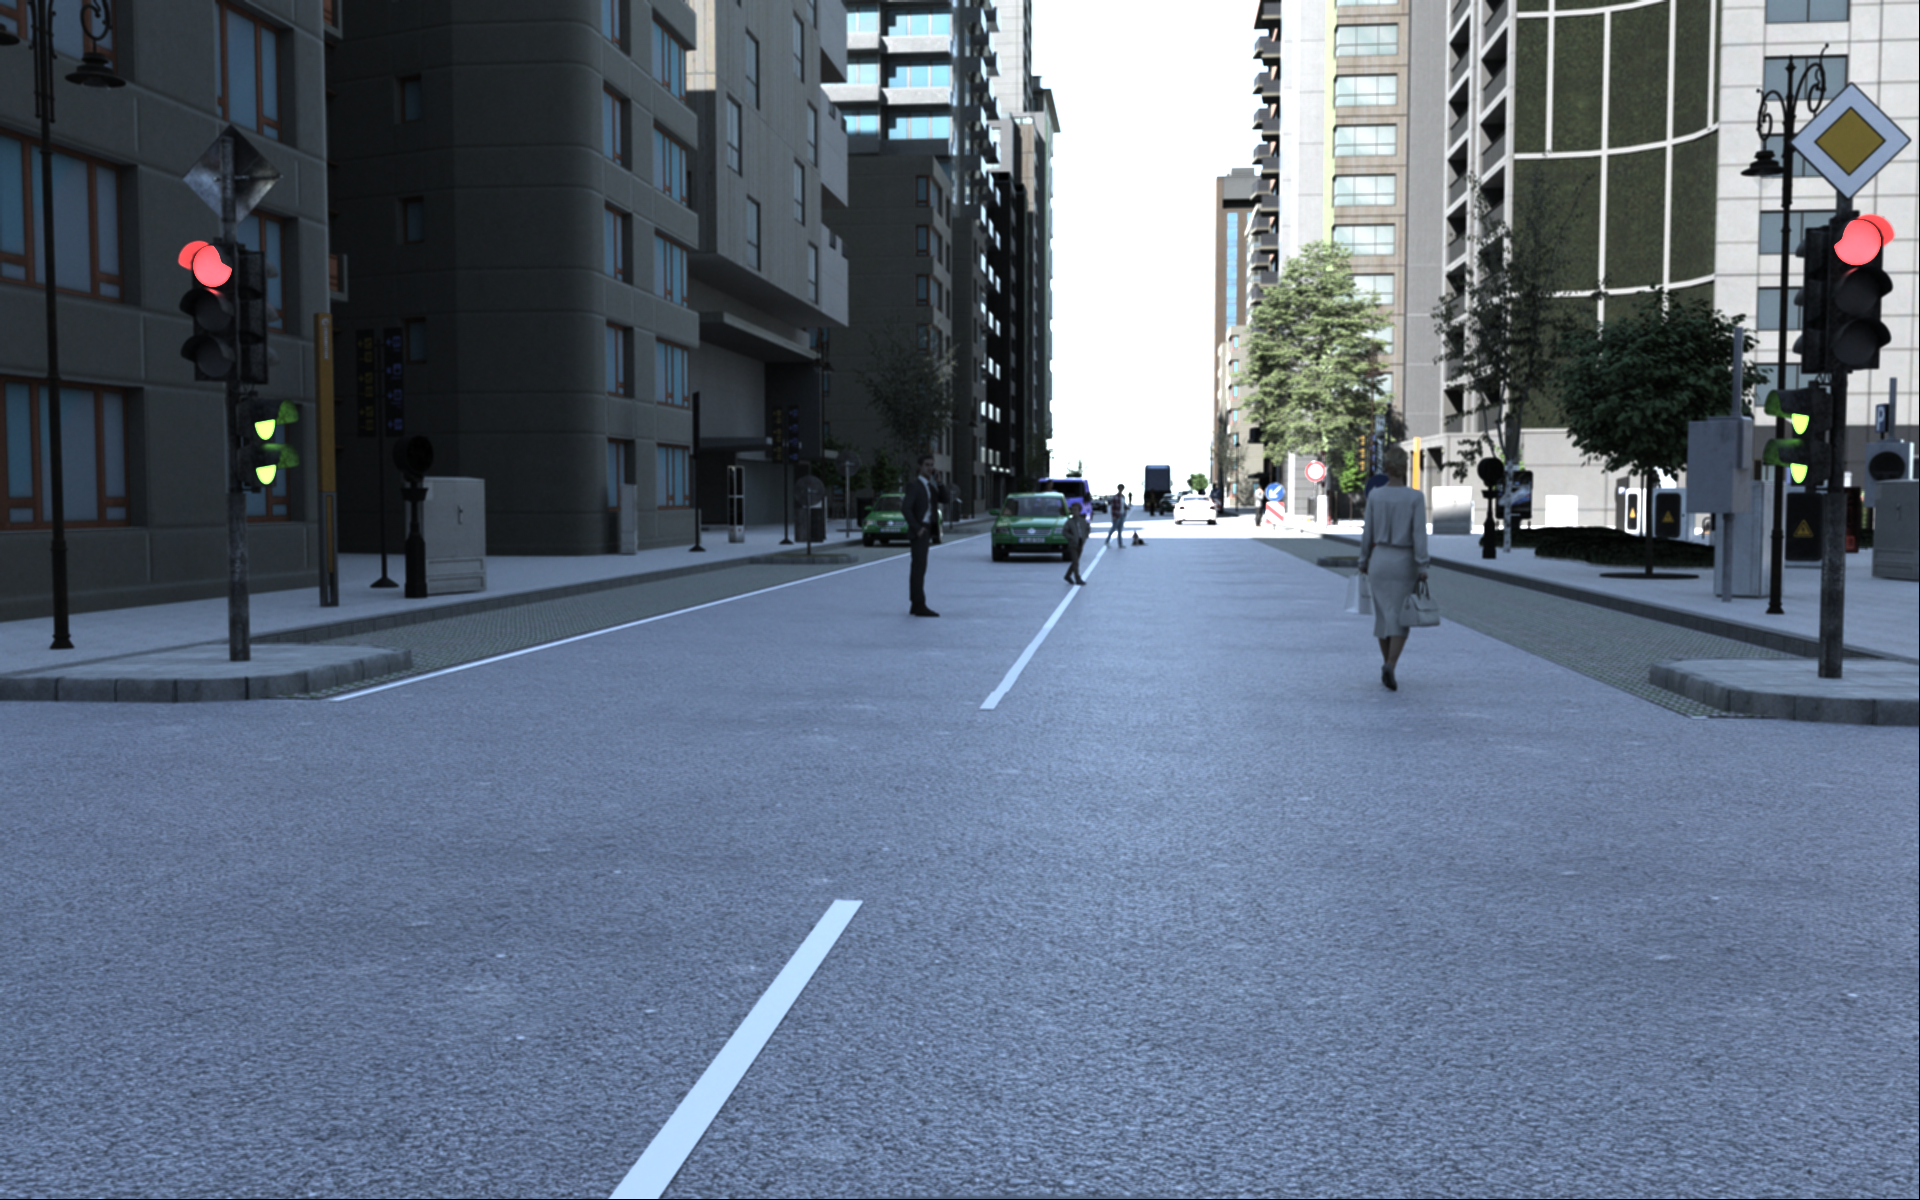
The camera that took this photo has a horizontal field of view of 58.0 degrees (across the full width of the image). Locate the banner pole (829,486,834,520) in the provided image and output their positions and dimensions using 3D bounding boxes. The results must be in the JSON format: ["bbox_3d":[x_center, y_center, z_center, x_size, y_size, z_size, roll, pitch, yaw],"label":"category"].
[{"bbox_3d":[-6.376,-5.799,84.831,0.863,3.779,0.401,3,4,37],"label":"banner pole"}]

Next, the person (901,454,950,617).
[{"bbox_3d":[-0.395,-0.775,20.526,0.474,1.900,0.648,1,4,15],"label":"person"}]

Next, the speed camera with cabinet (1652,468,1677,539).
[{"bbox_3d":[19.277,-3.127,45.459,2.038,3.252,0.660,3,5,41],"label":"speed camera with cabinet"}]

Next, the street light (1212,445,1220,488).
[{"bbox_3d":[23.950,-11.506,160.902,0.468,5.910,1.993,0,4,6],"label":"street light"}]

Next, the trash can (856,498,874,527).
[{"bbox_3d":[-3.663,-3.369,66.729,0.748,1.137,0.748,0,3,0],"label":"trash can"}]

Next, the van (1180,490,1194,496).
[{"bbox_3d":[24.886,-11.193,190.010,2.013,2.044,4.112,0,4,6],"label":"van"}]

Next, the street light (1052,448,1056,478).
[{"bbox_3d":[9.286,-12.214,172.492,0.468,5.910,1.993,0,4,6],"label":"street light"}]

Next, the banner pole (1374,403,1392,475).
[{"bbox_3d":[11.653,-3.528,47.701,0.863,3.779,0.401,-3,4,-39],"label":"banner pole"}]

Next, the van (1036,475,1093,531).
[{"bbox_3d":[3.825,-3.669,64.374,2.240,2.365,5.245,0,4,8],"label":"van"}]

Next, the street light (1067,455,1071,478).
[{"bbox_3d":[12.922,-14.274,206.162,0.468,5.910,1.993,0,4,6],"label":"street light"}]

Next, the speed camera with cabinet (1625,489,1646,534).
[{"bbox_3d":[21.985,-3.719,55.142,0.660,3.252,2.038,0,4,-8],"label":"speed camera with cabinet"}]

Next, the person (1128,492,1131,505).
[{"bbox_3d":[23.033,-13.802,234.878,0.721,1.735,1.217,0,4,-6],"label":"person"}]

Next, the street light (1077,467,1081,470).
[{"bbox_3d":[16.477,-16.343,239.993,0.468,5.910,1.993,0,4,6],"label":"street light"}]

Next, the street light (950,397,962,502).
[{"bbox_3d":[-0.212,-6.704,82.402,0.468,5.910,1.993,0,4,6],"label":"street light"}]

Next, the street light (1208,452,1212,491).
[{"bbox_3d":[25.517,-12.442,176.217,0.468,5.910,1.993,0,4,6],"label":"street light"}]

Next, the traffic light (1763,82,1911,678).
[{"bbox_3d":[6.069,-1.412,12.006,0.839,4.253,0.868,0,4,6],"label":"traffic light"}]

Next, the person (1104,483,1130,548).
[{"bbox_3d":[4.220,-2.262,46.328,0.643,1.720,0.563,3,5,44],"label":"person"}]

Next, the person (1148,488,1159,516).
[{"bbox_3d":[12.765,-6.486,114.646,0.705,1.812,1.348,3,4,37],"label":"person"}]

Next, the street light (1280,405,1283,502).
[{"bbox_3d":[15.987,-6.935,86.172,0.468,5.910,1.993,0,4,6],"label":"street light"}]

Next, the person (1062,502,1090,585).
[{"bbox_3d":[1.845,-0.892,27.362,0.475,1.303,0.640,-2,4,-34],"label":"person"}]

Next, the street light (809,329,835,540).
[{"bbox_3d":[-3.856,-4.645,48.733,0.468,5.910,1.993,0,4,6],"label":"street light"}]

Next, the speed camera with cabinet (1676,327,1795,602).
[{"bbox_3d":[9.546,-1.646,21.255,0.660,3.252,2.038,3,5,42],"label":"speed camera with cabinet"}]

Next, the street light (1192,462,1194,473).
[{"bbox_3d":[32.851,-16.626,244.618,0.468,5.910,1.993,0,4,6],"label":"street light"}]

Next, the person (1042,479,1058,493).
[{"bbox_3d":[2.277,-2.213,44.769,0.616,1.811,0.778,-1,4,-10],"label":"person"}]

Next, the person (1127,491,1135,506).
[{"bbox_3d":[20.648,-12.300,209.745,1.348,1.807,0.705,3,5,40],"label":"person"}]

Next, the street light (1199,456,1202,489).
[{"bbox_3d":[29.134,-14.502,209.889,0.468,5.910,1.993,0,4,6],"label":"street light"}]

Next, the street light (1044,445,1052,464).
[{"bbox_3d":[7.862,-11.354,158.430,0.468,5.910,1.993,0,4,6],"label":"street light"}]

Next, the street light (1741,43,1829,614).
[{"bbox_3d":[8.747,-2.790,18.409,0.468,5.910,1.993,0,4,6],"label":"street light"}]

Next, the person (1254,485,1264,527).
[{"bbox_3d":[12.925,-4.044,74.798,0.473,1.802,0.592,1,4,23],"label":"person"}]

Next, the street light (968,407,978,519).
[{"bbox_3d":[0.678,-7.200,90.509,0.468,5.910,1.993,0,4,6],"label":"street light"}]

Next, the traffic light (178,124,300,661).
[{"bbox_3d":[-5.529,-1.486,13.217,0.839,4.253,0.868,0,4,6],"label":"traffic light"}]

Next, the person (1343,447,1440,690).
[{"bbox_3d":[3.168,-0.242,12.806,0.694,1.780,0.624,3,5,44],"label":"person"}]

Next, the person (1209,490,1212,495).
[{"bbox_3d":[18.333,-7.145,126.266,0.436,1.711,0.756,0,4,1],"label":"person"}]

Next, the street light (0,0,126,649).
[{"bbox_3d":[-7.462,-2.534,14.212,0.468,5.910,1.993,0,4,6],"label":"street light"}]

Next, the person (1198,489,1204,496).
[{"bbox_3d":[18.338,-7.584,132.515,1.348,1.822,0.705,-3,4,-38],"label":"person"}]

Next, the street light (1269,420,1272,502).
[{"bbox_3d":[16.793,-7.386,93.550,0.468,5.910,1.993,0,4,6],"label":"street light"}]

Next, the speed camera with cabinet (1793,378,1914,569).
[{"bbox_3d":[15.191,-2.167,29.768,2.038,3.252,0.660,2,4,35],"label":"speed camera with cabinet"}]

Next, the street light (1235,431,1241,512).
[{"bbox_3d":[20.365,-9.446,127.227,0.468,5.910,1.993,0,4,6],"label":"street light"}]

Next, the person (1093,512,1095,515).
[{"bbox_3d":[6.075,-4.336,84.891,1.012,1.151,0.738,1,4,16],"label":"person"}]

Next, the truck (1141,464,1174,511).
[{"bbox_3d":[17.257,-9.841,150.666,2.967,4.110,18.799,0,4,6],"label":"truck"}]

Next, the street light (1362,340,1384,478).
[{"bbox_3d":[12.383,-4.850,52.079,0.468,5.910,1.993,0,4,6],"label":"street light"}]

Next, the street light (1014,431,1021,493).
[{"bbox_3d":[4.168,-9.280,124.516,0.468,5.910,1.993,0,4,6],"label":"street light"}]
